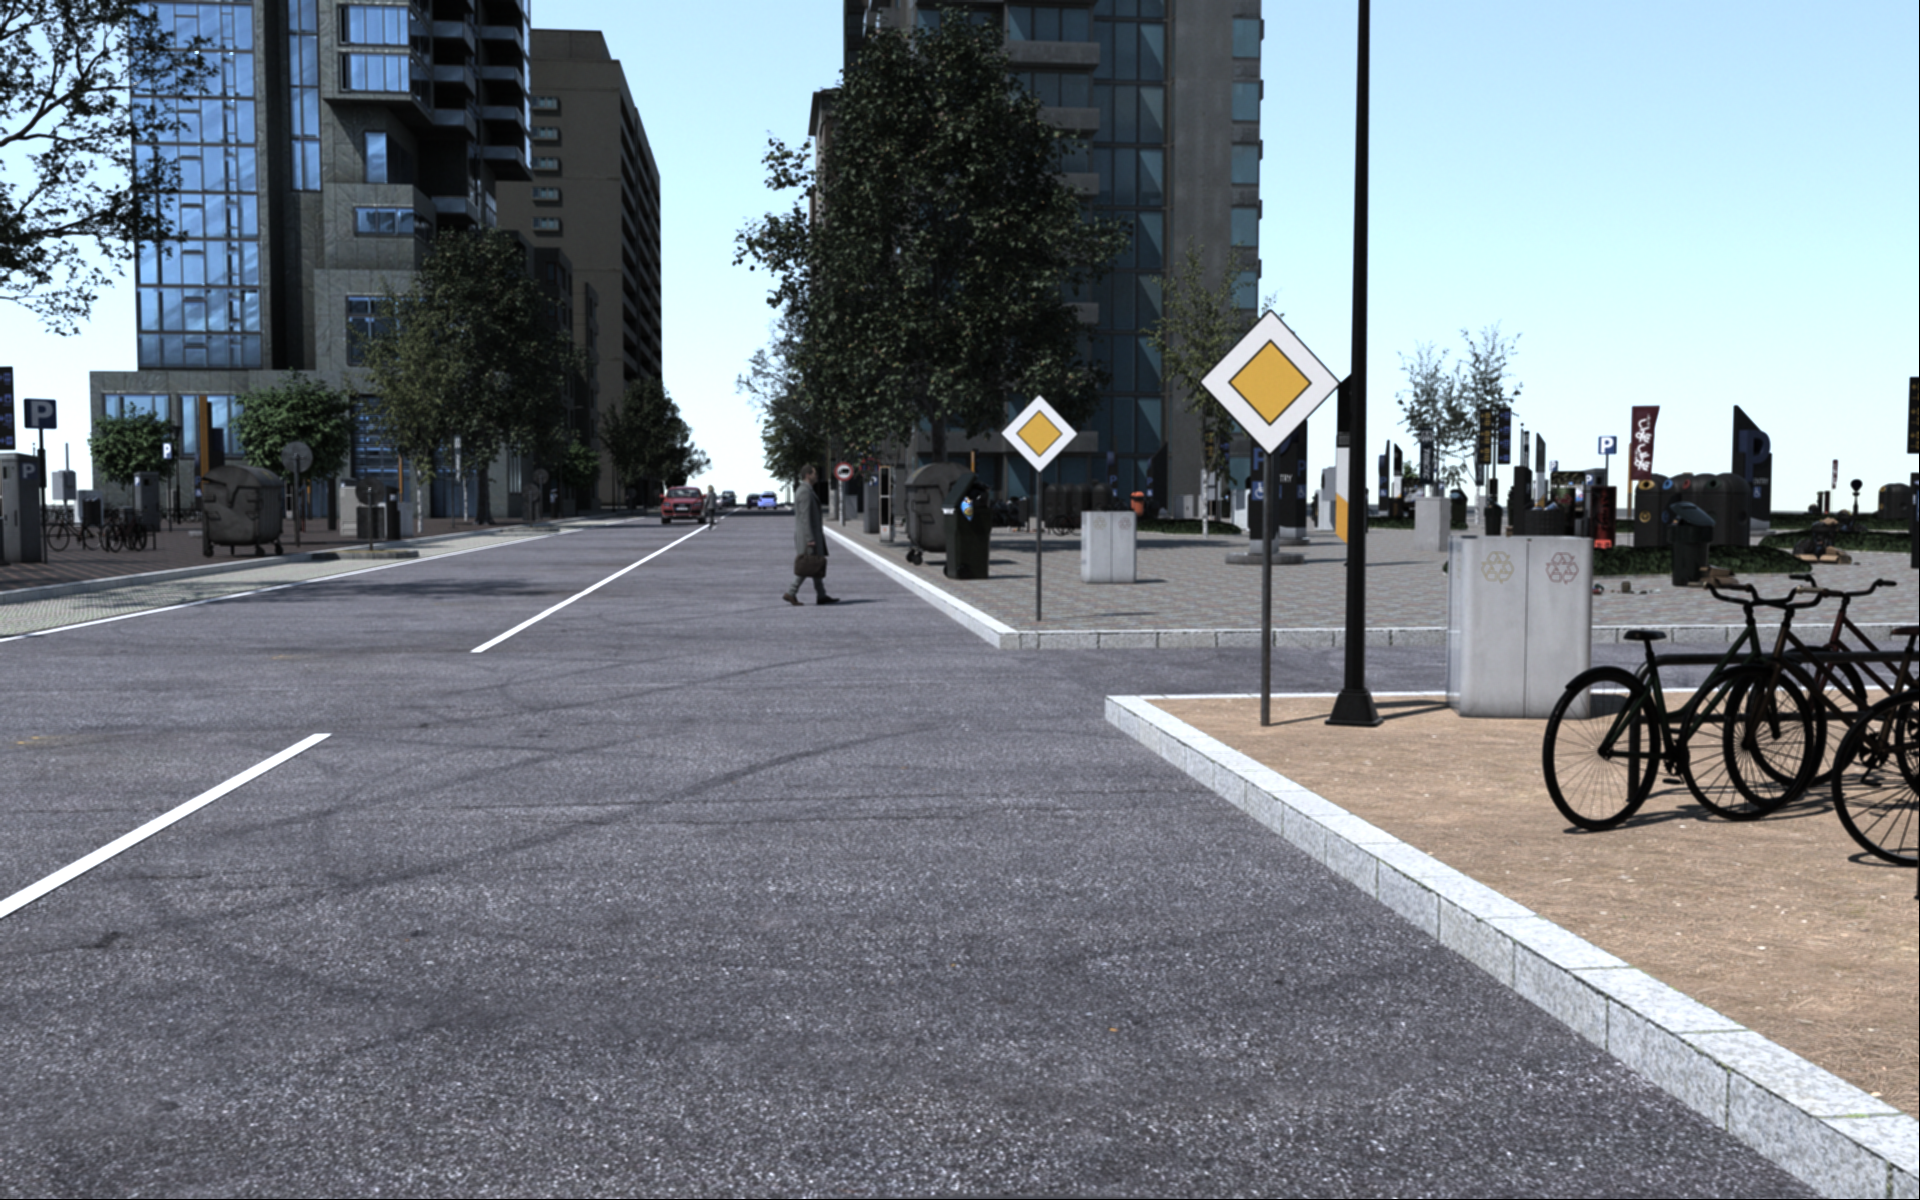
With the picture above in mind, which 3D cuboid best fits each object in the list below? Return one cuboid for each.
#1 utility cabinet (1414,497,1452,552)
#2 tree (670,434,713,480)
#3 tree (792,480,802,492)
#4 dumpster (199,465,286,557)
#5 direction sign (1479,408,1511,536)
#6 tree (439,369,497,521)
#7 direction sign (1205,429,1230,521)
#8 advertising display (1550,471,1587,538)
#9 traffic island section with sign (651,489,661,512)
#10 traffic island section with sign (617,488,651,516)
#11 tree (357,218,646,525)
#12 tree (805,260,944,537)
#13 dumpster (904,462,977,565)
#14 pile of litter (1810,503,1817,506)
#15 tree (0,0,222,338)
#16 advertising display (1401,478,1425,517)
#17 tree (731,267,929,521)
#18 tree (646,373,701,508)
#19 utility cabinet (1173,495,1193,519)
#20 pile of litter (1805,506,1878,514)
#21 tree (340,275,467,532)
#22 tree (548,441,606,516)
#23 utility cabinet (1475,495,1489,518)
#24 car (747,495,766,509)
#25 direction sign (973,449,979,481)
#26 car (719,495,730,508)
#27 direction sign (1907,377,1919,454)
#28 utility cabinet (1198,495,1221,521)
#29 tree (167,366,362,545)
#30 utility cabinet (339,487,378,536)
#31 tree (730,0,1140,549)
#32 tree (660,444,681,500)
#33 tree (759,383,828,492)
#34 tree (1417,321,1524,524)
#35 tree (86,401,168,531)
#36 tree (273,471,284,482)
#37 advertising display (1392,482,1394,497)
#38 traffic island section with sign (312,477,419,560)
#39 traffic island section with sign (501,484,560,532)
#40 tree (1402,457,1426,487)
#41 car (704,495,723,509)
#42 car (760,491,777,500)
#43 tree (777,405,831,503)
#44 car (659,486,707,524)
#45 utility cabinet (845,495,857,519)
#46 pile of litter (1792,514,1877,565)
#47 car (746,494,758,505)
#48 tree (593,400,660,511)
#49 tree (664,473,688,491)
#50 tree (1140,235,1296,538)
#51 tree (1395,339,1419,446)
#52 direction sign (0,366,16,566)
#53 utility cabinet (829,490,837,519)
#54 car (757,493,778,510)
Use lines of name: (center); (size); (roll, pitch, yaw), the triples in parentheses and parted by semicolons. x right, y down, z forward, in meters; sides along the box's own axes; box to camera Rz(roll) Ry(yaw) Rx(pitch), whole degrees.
utility cabinet: (10.618, -1.697, 38.902); (0.306, 1.237, 1.020); (-1, 4, -18)
tree: (-39.129, -19.067, 246.160); (8.767, 10.594, 7.601); (0, 4, -3)
tree: (-18.301, -12.356, 196.618); (1.663, 3.219, 1.824); (0, 3, 0)
dumpster: (-14.800, -1.835, 35.754); (1.264, 1.857, 1.865); (0, 4, -6)
direction sign: (14.085, -3.283, 45.671); (0.876, 3.537, 0.379); (3, 5, 43)
tree: (-23.455, -8.040, 81.816); (4.360, 8.622, 3.978); (0, 3, 0)
direction sign: (8.979, -4.199, 60.643); (0.876, 3.537, 0.379); (0, 4, 7)
advertising display: (17.050, -2.653, 48.591); (0.974, 1.923, 0.123); (3, 4, 39)
traffic island section with sign: (-24.813, -8.161, 142.067); (1.989, 1.847, 2.006); (0, 4, -6)
traffic island section with sign: (-21.794, -6.523, 115.281); (1.989, 1.847, 2.006); (0, 4, -6)
tree: (-20.047, -9.504, 72.405); (9.611, 12.733, 9.660); (0, 3, 0)
tree: (-1.887, -6.181, 51.419); (4.360, 8.622, 3.978); (0, 3, 0)
dumpster: (-0.335, -1.592, 31.781); (1.264, 1.857, 1.865); (0, 4, -7)
pile of litter: (38.914, -3.952, 78.578); (1.719, 0.858, 1.176); (0, 4, 6)
tree: (-13.665, -5.353, 21.939); (8.767, 10.594, 7.601); (-1, 4, -15)
advertising display: (17.840, -3.852, 68.201); (0.974, 1.923, 0.123); (-1, 4, -15)
tree: (-5.742, -10.591, 83.538); (12.009, 13.543, 11.850); (0, 3, 0)
tree: (-29.559, -15.145, 164.627); (9.611, 12.733, 9.660); (0, 3, 0)
utility cabinet: (11.613, -4.827, 90.075); (1.020, 1.237, 0.306); (-1, 4, -10)
pile of litter: (25.151, -2.150, 49.116); (1.176, 0.858, 1.719); (-3, 4, -38)
tree: (-18.183, -6.552, 57.482); (4.737, 8.622, 4.395); (0, 3, 0)
tree: (-22.324, -7.185, 101.183); (4.285, 4.588, 4.351); (0, 3, 0)
utility cabinet: (28.151, -4.996, 92.843); (1.020, 1.237, 0.306); (0, 4, 5)
car: (-19.343, -9.315, 164.873); (1.945, 1.354, 3.894); (0, 4, -5)
direction sign: (0.785, -5.782, 86.529); (0.379, 3.537, 0.876); (1, 4, 17)
car: (-25.567, -10.542, 184.946); (1.945, 1.354, 3.894); (0, 4, -7)
direction sign: (18.762, -2.540, 33.519); (0.876, 3.537, 0.379); (0, 4, -1)
utility cabinet: (11.654, -4.259, 80.803); (1.020, 1.237, 0.306); (1, 4, 19)
tree: (-17.033, -3.720, 44.535); (4.285, 4.588, 4.351); (0, 3, 0)
utility cabinet: (-18.094, -2.661, 52.185); (1.173, 1.500, 0.318); (1, 4, 15)
tree: (-0.503, -7.550, 40.449); (9.611, 12.733, 9.660); (0, 3, 0)
tree: (-31.603, -14.229, 183.004); (4.737, 8.622, 4.395); (0, 3, 0)
tree: (-16.762, -15.740, 175.477); (7.486, 12.596, 7.792); (0, 3, 0)
tree: (21.942, -7.529, 73.464); (4.360, 8.622, 3.978); (0, 3, 0)
tree: (-29.225, -4.751, 61.385); (4.285, 4.588, 4.351); (0, 3, 0)
tree: (-27.802, -4.578, 69.449); (1.663, 3.219, 1.824); (0, 3, 0)
advertising display: (23.479, -5.381, 93.189); (0.123, 1.923, 0.974); (3, 4, 36)
traffic island section with sign: (-13.177, -1.830, 38.556); (1.989, 1.847, 2.006); (0, 4, -6)
traffic island section with sign: (-16.183, -3.469, 65.344); (1.989, 1.847, 2.006); (0, 4, -6)
tree: (23.037, -5.778, 89.065); (1.663, 3.219, 1.824); (0, 3, 0)
car: (-23.308, -9.202, 162.806); (2.083, 1.381, 4.827); (0, 4, -7)
car: (-25.827, -13.776, 233.915); (2.281, 1.827, 5.304); (0, 4, -7)
tree: (-10.670, -10.484, 121.779); (4.737, 8.622, 4.395); (0, 3, 0)
car: (-13.361, -4.599, 83.872); (2.281, 1.827, 5.304); (0, 4, -7)
utility cabinet: (-5.878, -4.853, 90.514); (1.020, 1.237, 0.306); (-2, 4, -30)
pile of litter: (15.930, -1.105, 32.035); (1.176, 0.858, 1.719); (-2, 4, -30)
car: (-27.089, -13.363, 227.287); (1.959, 1.807, 4.718); (0, 4, -5)
tree: (-25.985, -11.172, 133.025); (4.737, 8.622, 4.395); (0, 3, 0)
tree: (-35.289, -14.105, 214.329); (4.285, 4.588, 4.351); (0, 3, 0)
tree: (7.372, -6.099, 50.077); (4.737, 8.622, 4.395); (0, 3, 0)
tree: (22.355, -8.036, 81.748); (4.360, 8.622, 3.978); (0, 3, 0)
direction sign: (-17.197, -2.378, 30.882); (0.876, 3.537, 0.379); (1, 4, 16)
utility cabinet: (-6.419, -4.897, 88.741); (0.318, 1.500, 1.173); (1, 4, 11)
car: (-17.854, -9.224, 160.395); (1.945, 1.707, 3.694); (0, 4, -8)
